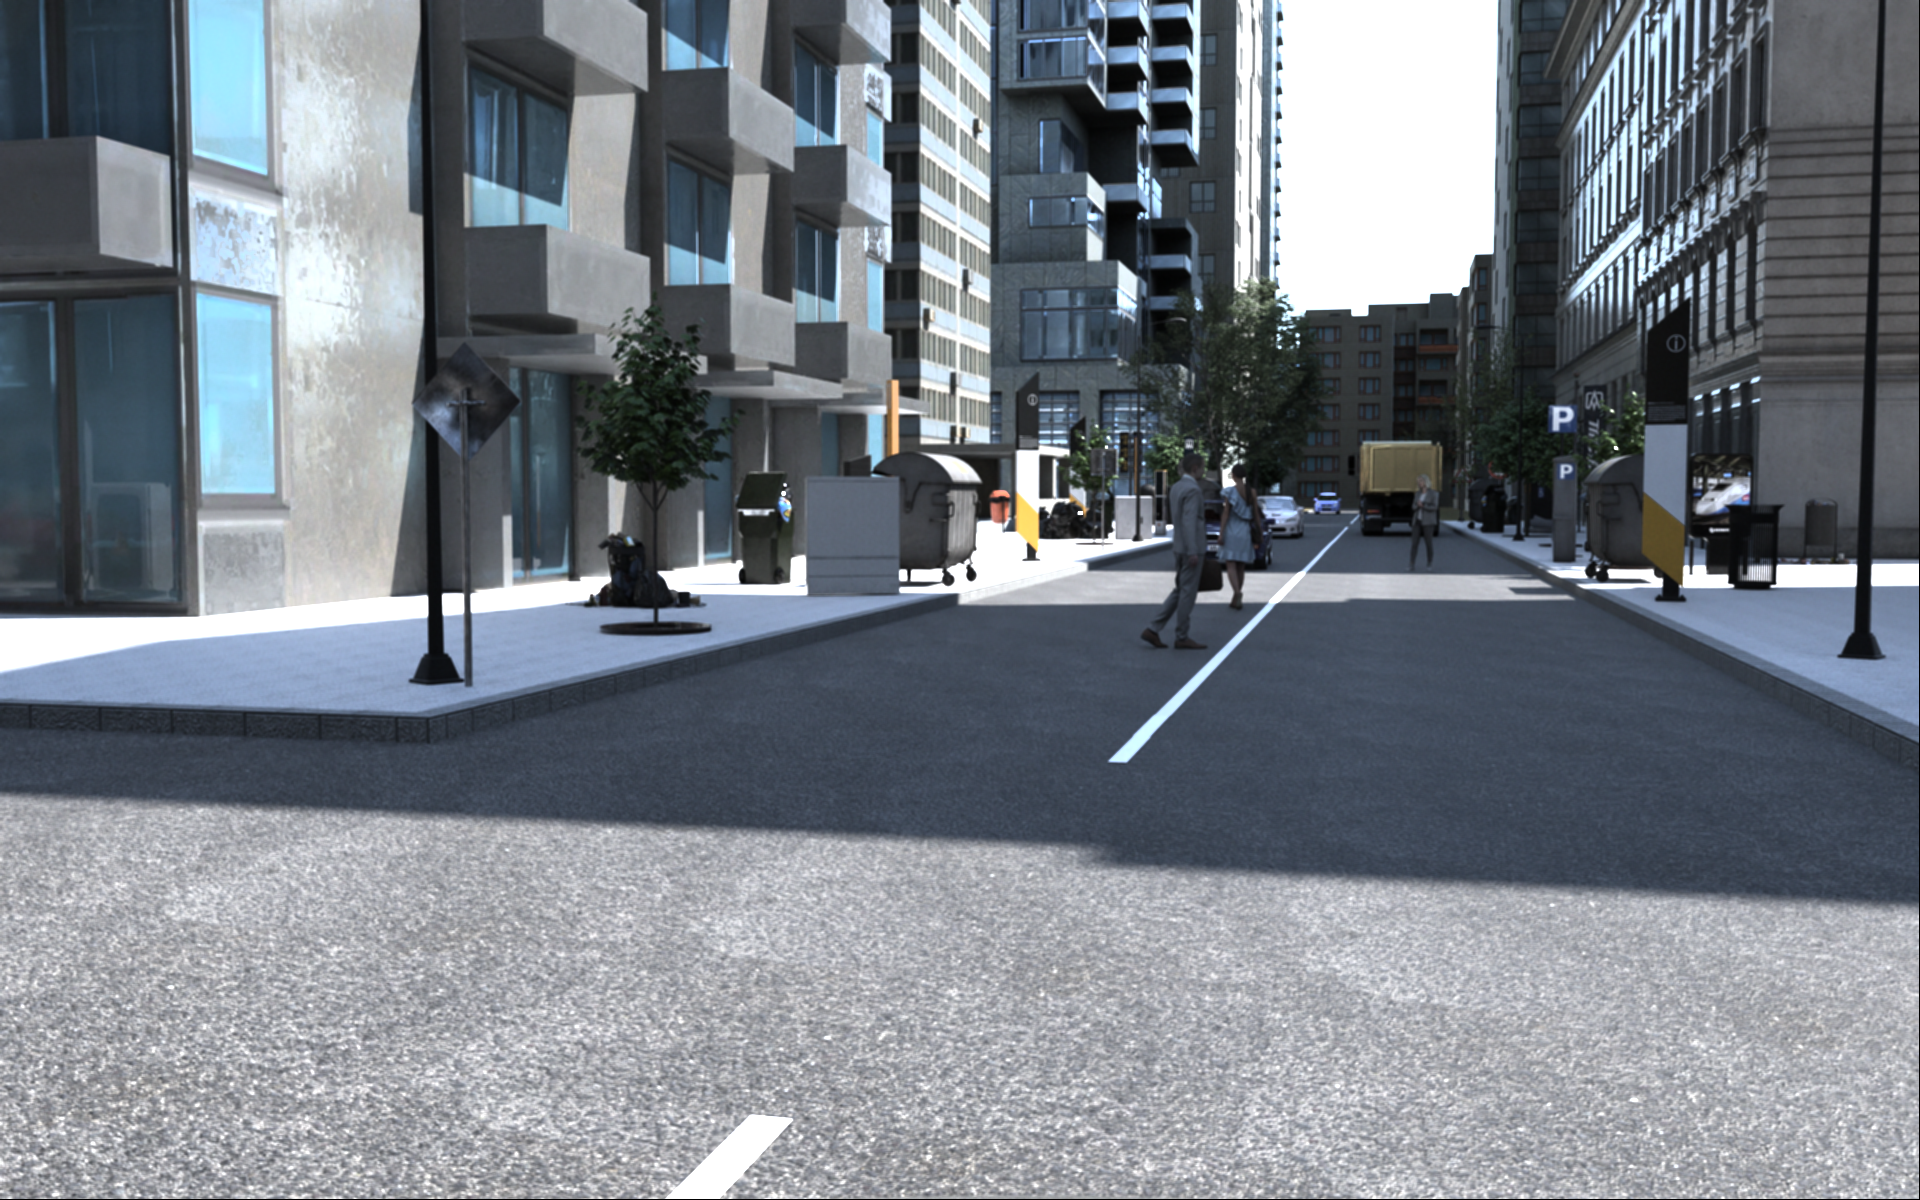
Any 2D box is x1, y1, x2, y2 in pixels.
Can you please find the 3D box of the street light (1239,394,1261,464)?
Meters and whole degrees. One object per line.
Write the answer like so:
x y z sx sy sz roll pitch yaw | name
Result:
13.454 -6.572 79.992 1.470 5.913 1.316 1 4 14 | street light

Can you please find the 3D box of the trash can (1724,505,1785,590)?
10.709 -0.718 23.386 0.748 1.137 0.748 0 3 0 | trash can

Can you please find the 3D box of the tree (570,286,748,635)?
-2.739 -1.321 16.202 1.663 3.219 1.824 0 3 0 | tree

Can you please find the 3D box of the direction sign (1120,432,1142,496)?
6.202 -4.338 62.922 0.876 3.537 0.379 2 4 30 | direction sign

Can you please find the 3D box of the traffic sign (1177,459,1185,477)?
7.843 -3.646 59.722 0.768 2.556 0.104 1 4 20 | traffic sign

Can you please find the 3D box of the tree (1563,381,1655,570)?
11.502 -2.152 29.791 1.663 3.219 1.824 0 3 0 | tree

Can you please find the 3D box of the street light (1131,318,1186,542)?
5.284 -4.494 46.023 1.470 5.913 1.316 1 4 14 | street light

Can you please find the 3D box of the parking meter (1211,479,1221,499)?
9.776 -3.711 66.379 0.255 1.863 0.399 -3 4 -36 | parking meter

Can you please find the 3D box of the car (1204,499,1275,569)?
5.264 -1.327 34.269 1.945 1.354 3.894 1 4 12 | car

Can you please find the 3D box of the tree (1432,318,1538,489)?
22.434 -7.525 73.402 4.737 8.622 4.395 0 3 0 | tree

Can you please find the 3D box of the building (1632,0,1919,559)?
22.545 -11.771 41.603 9.793 20.994 18.267 1 4 14 | building

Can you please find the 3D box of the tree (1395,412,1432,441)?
40.225 -12.250 150.653 4.737 8.622 4.395 0 3 0 | tree

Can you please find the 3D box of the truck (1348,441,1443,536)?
15.771 -4.068 62.438 3.469 3.379 9.791 1 4 12 | truck

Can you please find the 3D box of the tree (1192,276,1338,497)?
15.913 -10.544 90.514 7.486 12.596 7.792 0 3 0 | tree

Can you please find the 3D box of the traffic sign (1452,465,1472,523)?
22.608 -4.769 77.977 0.884 2.594 0.081 1 4 18 | traffic sign

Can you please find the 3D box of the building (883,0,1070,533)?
-12.060 -22.944 67.017 32.217 40.220 23.993 1 4 14 | building

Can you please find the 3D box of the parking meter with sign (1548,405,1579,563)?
11.557 -2.257 33.161 0.543 3.016 1.738 1 4 16 | parking meter with sign

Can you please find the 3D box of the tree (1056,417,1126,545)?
3.404 -3.012 43.843 1.663 3.219 1.824 0 3 0 | tree

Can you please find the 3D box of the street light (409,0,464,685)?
-3.047 -2.383 11.506 1.470 5.913 1.316 1 4 14 | street light

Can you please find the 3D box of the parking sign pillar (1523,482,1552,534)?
19.233 -4.176 56.751 1.447 3.967 1.447 -1 4 -12 | parking sign pillar

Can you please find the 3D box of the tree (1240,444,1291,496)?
18.332 -7.420 105.037 4.285 4.588 4.351 0 3 0 | tree

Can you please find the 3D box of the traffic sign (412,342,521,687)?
-3.273 -0.480 11.483 0.795 2.450 0.064 1 4 14 | traffic sign

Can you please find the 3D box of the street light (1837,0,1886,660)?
6.549 -2.508 13.543 1.470 5.913 1.316 1 4 14 | street light

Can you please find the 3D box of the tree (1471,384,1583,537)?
17.159 -4.178 52.019 4.285 4.588 4.351 0 3 0 | tree

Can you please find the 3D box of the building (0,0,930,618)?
-14.174 -25.167 31.085 23.786 49.044 30.456 1 4 14 | building

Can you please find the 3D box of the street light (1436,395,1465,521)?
23.077 -6.664 81.496 1.470 5.913 1.316 1 4 14 | street light

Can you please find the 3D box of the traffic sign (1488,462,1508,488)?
18.354 -3.598 58.934 0.768 2.556 0.104 1 4 20 | traffic sign

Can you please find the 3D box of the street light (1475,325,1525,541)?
14.822 -4.588 47.547 1.470 5.913 1.316 1 4 14 | street light

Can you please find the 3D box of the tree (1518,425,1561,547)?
14.745 -2.908 42.148 1.663 3.219 1.824 0 3 0 | tree

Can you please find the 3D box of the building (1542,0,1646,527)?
31.280 -14.137 64.431 16.112 22.955 30.059 1 4 14 | building

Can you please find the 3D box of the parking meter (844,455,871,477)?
-1.538 -1.231 25.833 0.399 1.863 0.255 -2 4 -25 | parking meter

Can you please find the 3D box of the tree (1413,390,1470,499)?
33.995 -10.554 122.916 4.360 8.622 3.978 0 3 0 | tree

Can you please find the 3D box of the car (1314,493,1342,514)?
26.170 -6.950 123.218 1.945 1.707 3.694 1 4 14 | car

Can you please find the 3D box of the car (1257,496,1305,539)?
10.392 -2.757 57.439 2.083 1.381 4.827 1 4 14 | car

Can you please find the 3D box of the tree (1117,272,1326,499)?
10.915 -8.416 72.018 8.767 10.594 7.601 0 4 -1 | tree

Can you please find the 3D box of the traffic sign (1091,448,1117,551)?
3.216 -2.247 38.862 0.606 2.300 0.079 1 4 19 | traffic sign

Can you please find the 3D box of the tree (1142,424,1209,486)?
10.127 -5.947 80.950 4.285 4.588 4.351 0 3 0 | tree
